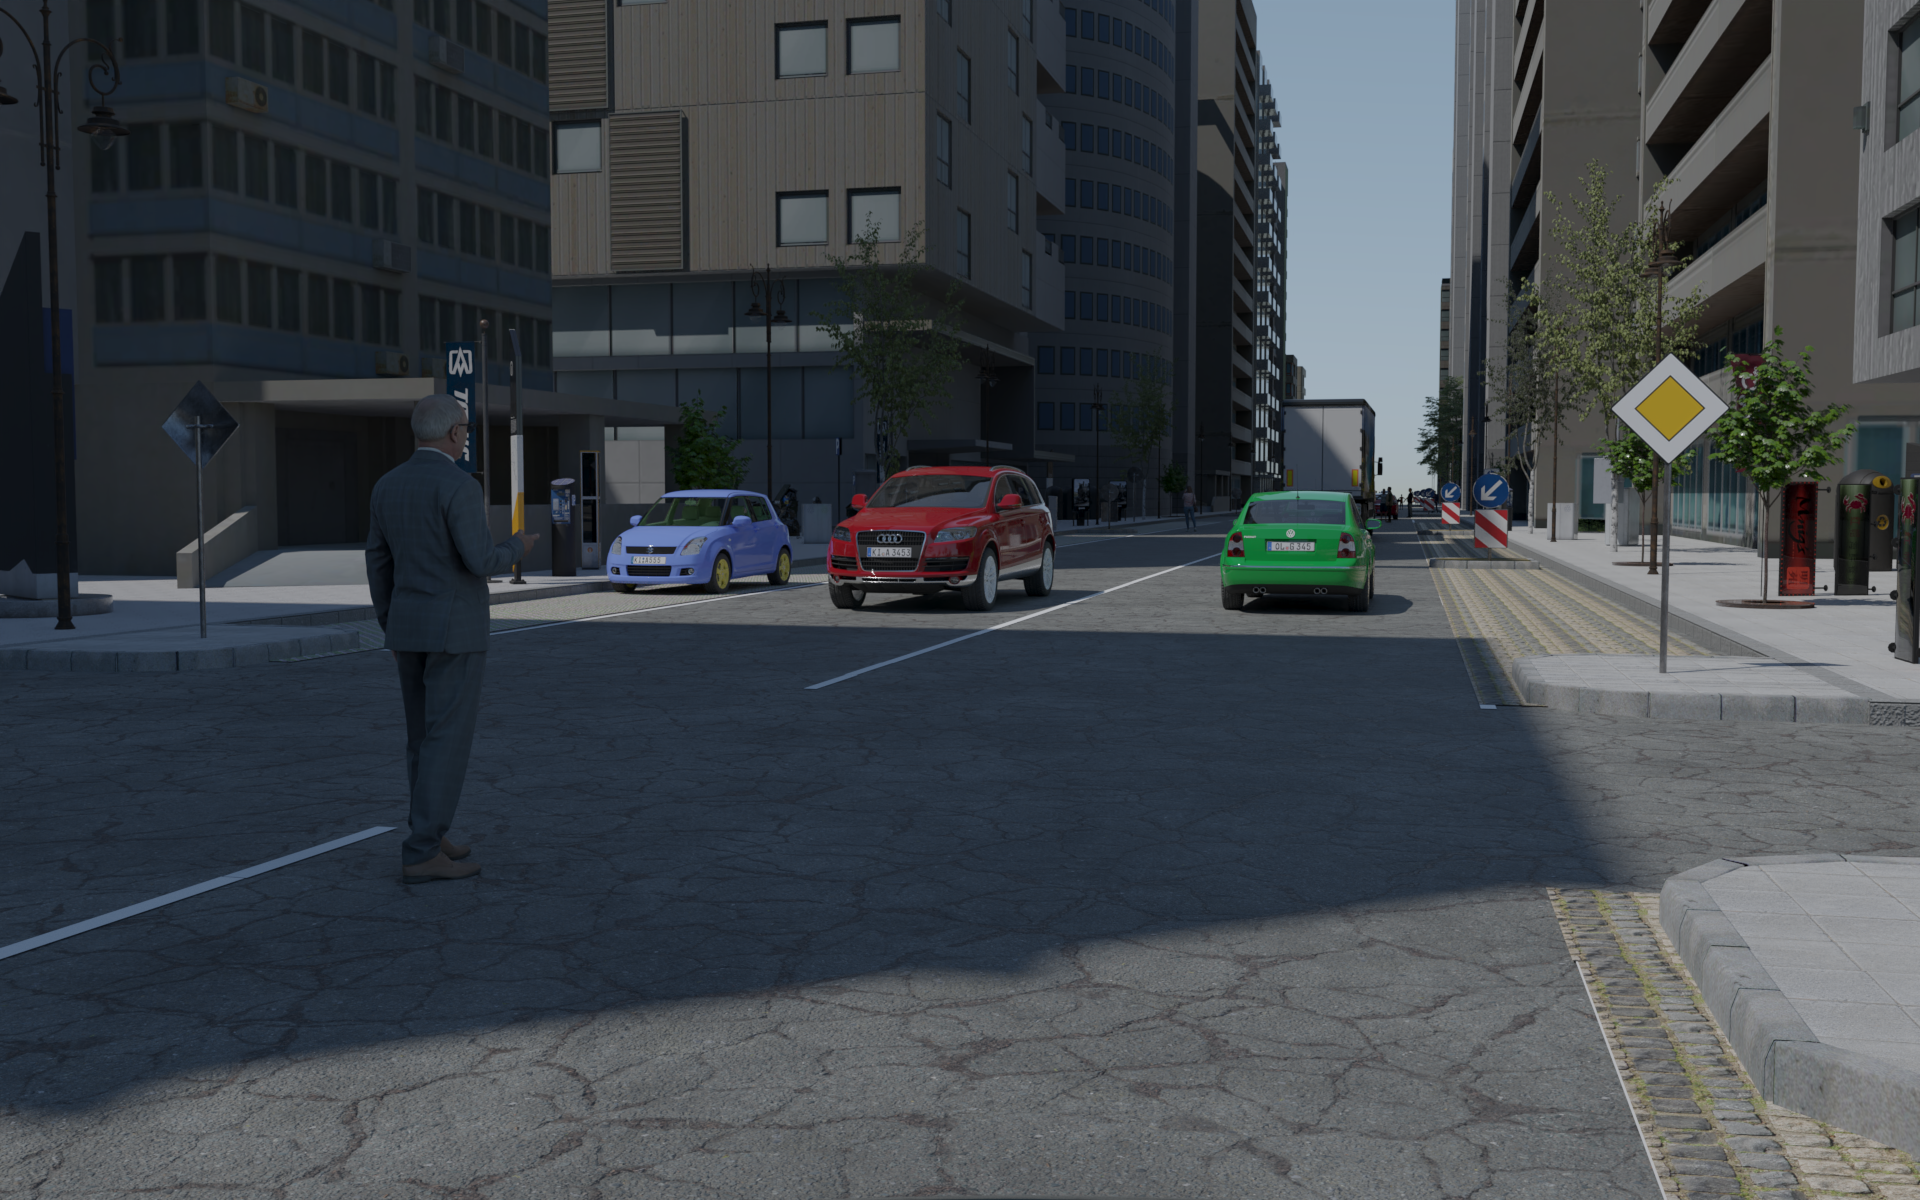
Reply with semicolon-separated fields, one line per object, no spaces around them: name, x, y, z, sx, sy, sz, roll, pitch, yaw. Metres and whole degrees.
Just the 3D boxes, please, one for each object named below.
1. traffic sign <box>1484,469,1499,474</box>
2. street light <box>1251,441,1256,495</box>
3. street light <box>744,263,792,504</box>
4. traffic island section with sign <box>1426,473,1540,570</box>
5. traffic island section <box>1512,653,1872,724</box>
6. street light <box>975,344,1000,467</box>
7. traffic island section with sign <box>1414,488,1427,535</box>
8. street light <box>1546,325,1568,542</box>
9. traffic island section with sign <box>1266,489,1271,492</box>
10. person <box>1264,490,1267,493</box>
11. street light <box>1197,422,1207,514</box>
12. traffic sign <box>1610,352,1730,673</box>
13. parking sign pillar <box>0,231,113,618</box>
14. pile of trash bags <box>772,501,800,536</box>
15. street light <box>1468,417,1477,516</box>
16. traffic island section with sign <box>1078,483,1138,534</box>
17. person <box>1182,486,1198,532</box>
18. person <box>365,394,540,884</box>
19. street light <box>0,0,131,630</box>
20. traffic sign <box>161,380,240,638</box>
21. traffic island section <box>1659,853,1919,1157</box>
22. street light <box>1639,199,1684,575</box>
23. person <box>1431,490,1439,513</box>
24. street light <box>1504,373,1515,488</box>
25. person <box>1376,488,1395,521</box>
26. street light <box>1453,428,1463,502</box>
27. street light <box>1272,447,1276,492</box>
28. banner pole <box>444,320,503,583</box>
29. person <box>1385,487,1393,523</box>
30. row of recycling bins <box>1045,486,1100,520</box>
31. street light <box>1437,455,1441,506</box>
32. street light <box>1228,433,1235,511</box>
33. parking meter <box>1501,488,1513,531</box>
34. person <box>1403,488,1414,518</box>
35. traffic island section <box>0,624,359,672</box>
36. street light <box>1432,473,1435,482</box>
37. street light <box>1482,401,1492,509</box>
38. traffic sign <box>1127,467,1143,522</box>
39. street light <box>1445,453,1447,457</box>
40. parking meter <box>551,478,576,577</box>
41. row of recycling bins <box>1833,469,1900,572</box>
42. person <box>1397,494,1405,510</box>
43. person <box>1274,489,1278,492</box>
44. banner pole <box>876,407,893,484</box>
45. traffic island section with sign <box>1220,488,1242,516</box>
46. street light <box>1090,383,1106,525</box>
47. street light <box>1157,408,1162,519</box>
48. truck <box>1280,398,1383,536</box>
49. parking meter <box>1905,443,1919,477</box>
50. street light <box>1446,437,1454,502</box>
traffic sign;21.423;-4.142;69.849;0.606;2.300;0.079;2;4;23
street light;24.939;-10.686;147.502;0.468;5.910;1.993;1;4;14
street light;-3.839;-3.797;34.861;0.468;5.910;1.993;1;4;14
traffic island section with sign;10.186;-1.535;33.732;1.989;1.847;2.006;1;4;14
traffic island section;5.056;0.604;12.411;2.009;0.180;2.903;1;4;14
street light;0.850;-4.933;53.444;0.468;5.910;1.993;1;4;14
traffic island section with sign;17.071;-3.186;60.724;1.989;1.847;2.006;1;4;14
street light;15.870;-4.486;46.136;0.468;5.910;1.993;1;4;14
traffic island section with sign;24.548;-7.910;137.954;1.989;1.847;2.006;1;4;14
person;22.708;-7.284;128.531;0.756;1.711;0.436;-2;4;-27
street light;15.259;-8.359;109.457;0.468;5.910;1.993;1;4;14
traffic sign;5.031;-0.532;12.340;0.795;2.450;0.064;1;4;14
parking sign pillar;-9.882;-1.833;18.447;1.447;3.967;1.447;3;5;45
pile of trash bags;-6.683;-2.628;52.720;3.447;1.369;1.912;-2;4;-23
street light;30.262;-7.926;102.377;0.468;5.910;1.993;1;4;14
traffic island section with sign;5.426;-3.331;63.093;1.989;1.847;2.006;1;4;14
person;8.825;-3.496;66.246;0.593;1.750;0.643;0;4;-2
person;-1.914;0.129;6.571;0.661;1.801;0.590;2;4;33
street light;-8.502;-2.660;16.273;0.468;5.910;1.993;1;4;14
traffic sign;-6.731;-0.716;15.355;0.795;2.450;0.064;1;4;14
traffic island section;3.079;1.077;4.674;2.009;0.180;2.903;1;4;14
street light;11.059;-3.344;27.457;0.468;5.910;1.993;1;4;14
person;35.807;-7.414;130.638;0.541;1.710;0.530;2;4;33
street light;20.767;-5.670;65.491;0.468;5.910;1.993;1;4;14
person;22.431;-5.044;91.762;1.217;1.735;0.721;2;4;26
street light;34.919;-9.063;120.968;0.468;5.910;1.993;1;4;14
street light;30.897;-12.109;170.770;0.468;5.910;1.993;1;4;14
banner pole;-7.050;-2.141;25.029;0.863;3.779;0.401;1;4;15
person;21.588;-4.808;87.208;0.705;1.812;1.348;1;4;11
row of recycling bins;5.655;-4.835;86.170;3.534;1.692;1.069;-3;5;-43
street light;50.522;-12.801;182.091;0.468;5.910;1.993;1;4;14
street light;20.007;-9.495;128.024;0.468;5.910;1.993;1;4;14
parking meter;18.955;-3.157;60.027;0.372;1.533;0.369;0;3;0
person;27.170;-5.881;104.666;0.705;1.822;1.348;-1;4;-10
traffic island section;-6.756;0.419;15.423;2.009;0.180;2.903;1;4;14
street light;55.510;-13.980;201.367;0.468;5.910;1.993;1;4;14
street light;25.582;-6.817;84.247;0.468;5.910;1.993;1;4;14
traffic sign;8.058;-4.891;80.077;0.768;2.556;0.104;2;4;24
street light;44.528;-11.343;158.247;0.468;5.910;1.993;1;4;14
parking meter;-6.178;-1.136;26.987;0.372;1.533;0.369;0;3;0
row of recycling bins;16.386;-1.312;28.566;3.534;1.692;1.069;1;4;17
person;40.028;-8.887;157.054;1.065;1.426;0.557;0;4;-1
person;16.234;-4.861;88.902;0.541;1.710;0.530;-1;4;-21
banner pole;-2.123;-3.655;49.775;0.863;3.779;0.401;3;5;43
traffic island section with sign;17.884;-6.312;111.832;1.989;1.847;2.006;1;4;14
street light;5.731;-6.075;72.115;0.468;5.910;1.993;1;4;14
street light;10.414;-7.199;90.490;0.468;5.910;1.993;1;4;14
truck;12.181;-4.133;56.485;2.839;4.237;11.283;1;4;15
parking meter;10.905;-0.847;19.559;0.255;1.863;0.399;-3;4;-38
street light;39.744;-10.208;139.689;0.468;5.910;1.993;1;4;14
